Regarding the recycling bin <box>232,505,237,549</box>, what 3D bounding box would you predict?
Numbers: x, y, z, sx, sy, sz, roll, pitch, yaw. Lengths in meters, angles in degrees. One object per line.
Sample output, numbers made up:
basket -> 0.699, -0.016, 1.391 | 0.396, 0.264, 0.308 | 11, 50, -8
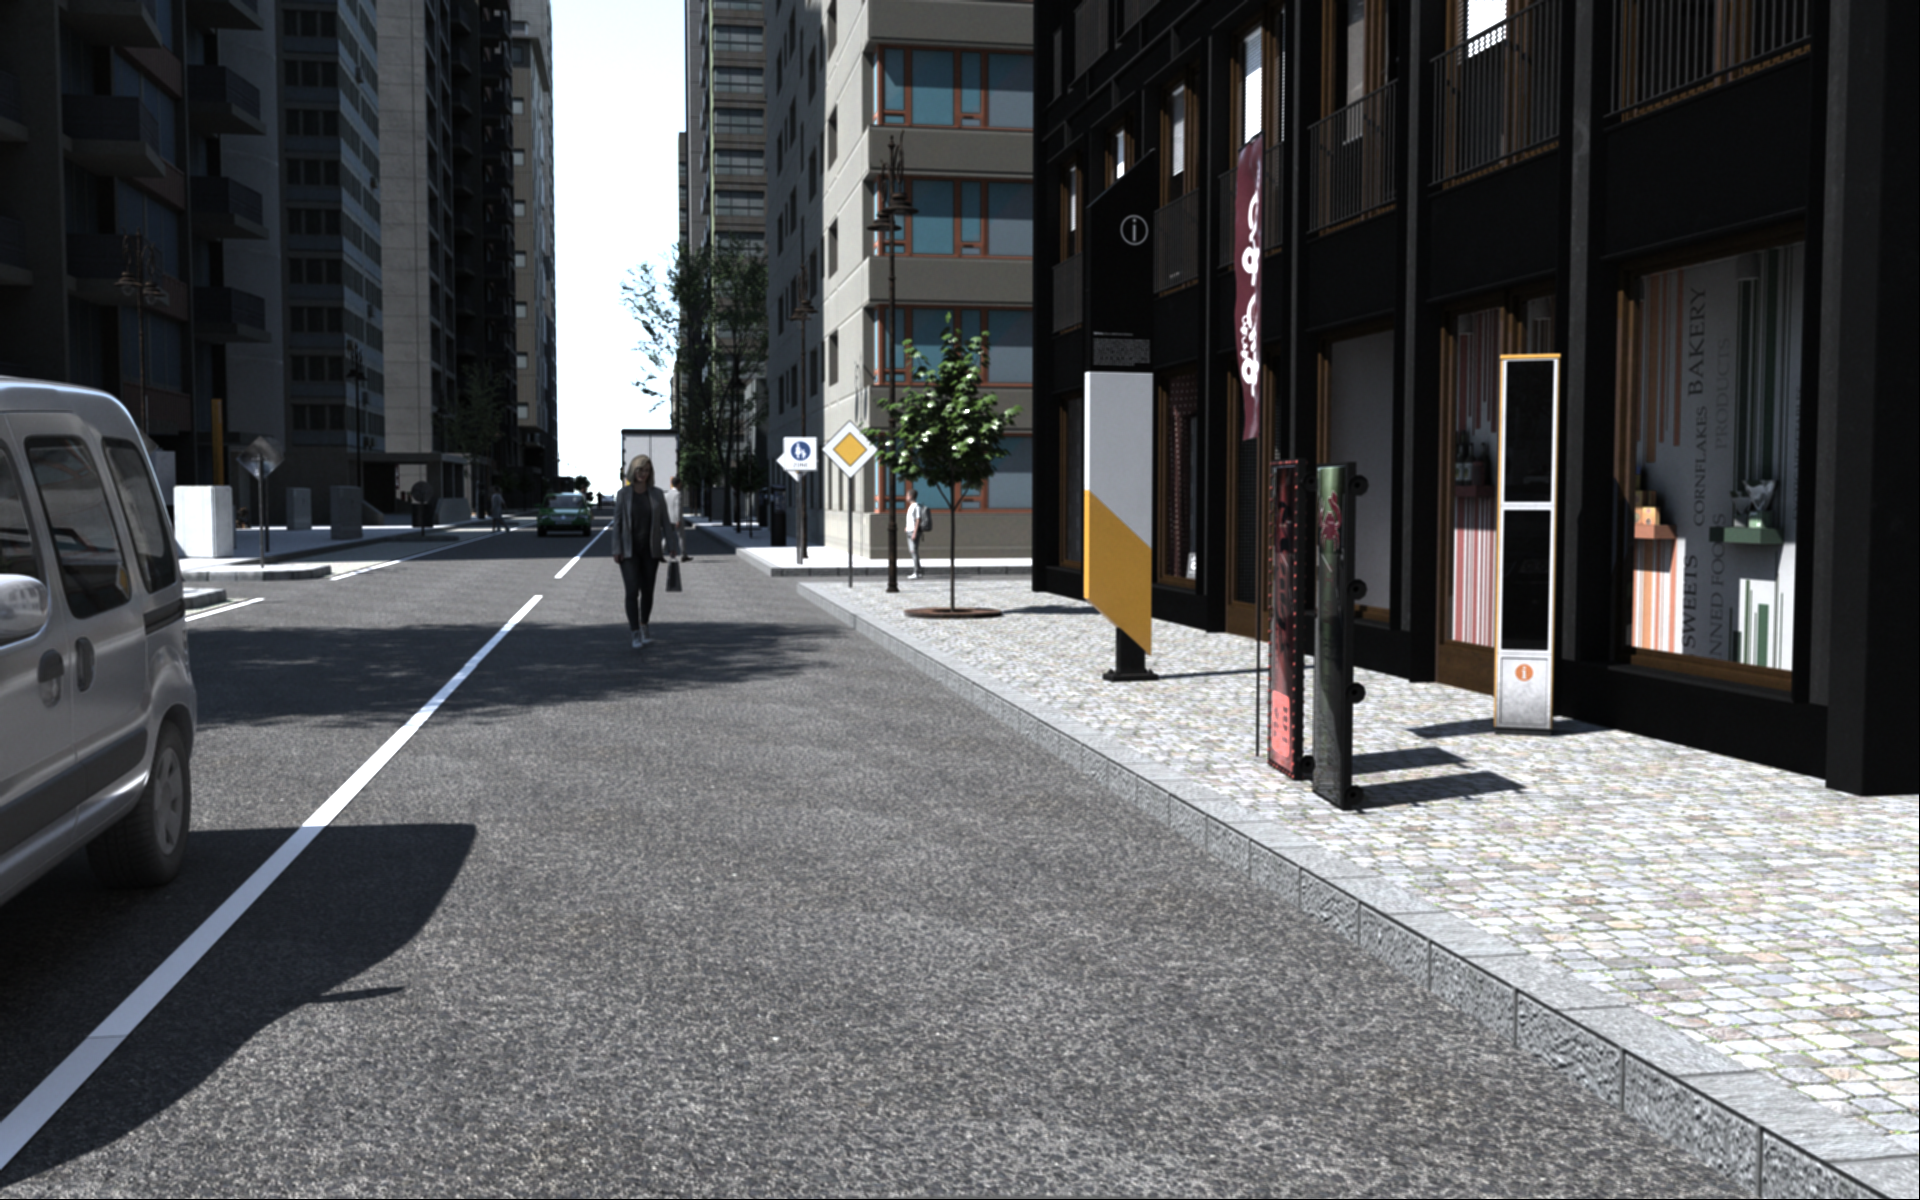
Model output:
recycling bin -> -17.289, -1.690, 40.182 | 0.722, 1.027, 0.722 | 0, 4, 1

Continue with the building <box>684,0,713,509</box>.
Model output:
building -> -15.718, -38.198, 166.538 | 21.231, 58.520, 28.212 | -1, 4, -10

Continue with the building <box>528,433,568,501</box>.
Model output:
building -> -67.125, -32.436, 222.208 | 32.217, 40.220, 23.993 | -1, 4, -10

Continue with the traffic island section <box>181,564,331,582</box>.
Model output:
traffic island section -> -12.072, -0.467, 29.921 | 2.009, 0.180, 2.903 | -1, 4, -10

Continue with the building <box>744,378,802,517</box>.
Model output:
building -> 0.540, -47.605, 91.005 | 22.319, 86.520, 31.000 | -1, 4, -10

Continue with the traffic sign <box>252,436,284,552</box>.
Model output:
traffic sign -> -15.332, -2.334, 38.262 | 0.768, 2.556, 0.104 | 0, 4, -6

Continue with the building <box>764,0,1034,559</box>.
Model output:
building -> 9.936, -12.504, 49.483 | 28.899, 21.520, 27.650 | -1, 4, -10

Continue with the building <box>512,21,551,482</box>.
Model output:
building -> -61.336, -37.139, 196.464 | 28.713, 52.752, 27.495 | -1, 4, -10

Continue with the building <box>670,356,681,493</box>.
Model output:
building -> -22.505, -23.083, 222.449 | 27.650, 21.520, 28.899 | -1, 4, -10

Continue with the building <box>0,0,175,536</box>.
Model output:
building -> -29.758, -23.610, 40.650 | 22.147, 44.769, 28.867 | -1, 4, -10

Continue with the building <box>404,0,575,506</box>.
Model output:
building -> -65.465, -49.300, 244.311 | 20.563, 71.187, 20.611 | -1, 4, -10

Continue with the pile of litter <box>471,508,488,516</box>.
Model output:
pile of litter -> -28.540, -5.434, 102.813 | 1.719, 0.858, 1.176 | 1, 4, 13

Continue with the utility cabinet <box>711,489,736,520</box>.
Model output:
utility cabinet -> -11.402, -4.554, 83.144 | 1.173, 1.500, 0.318 | 3, 4, 37

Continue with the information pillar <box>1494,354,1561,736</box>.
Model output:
information pillar -> 3.035, -0.293, 9.277 | 0.304, 2.012, 0.304 | 1, 4, 18

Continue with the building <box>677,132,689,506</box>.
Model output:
building -> -25.279, -31.555, 199.522 | 14.154, 41.232, 14.086 | -1, 4, -10

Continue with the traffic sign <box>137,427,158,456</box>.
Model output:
traffic sign -> -10.598, -1.123, 22.011 | 0.795, 2.450, 0.064 | -1, 4, -10

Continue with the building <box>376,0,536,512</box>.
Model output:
building -> -49.621, -44.093, 159.179 | 20.563, 71.187, 20.611 | -1, 4, -10

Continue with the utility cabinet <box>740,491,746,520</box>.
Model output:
utility cabinet -> -11.170, -4.700, 85.523 | 1.173, 1.500, 0.318 | 1, 4, 14

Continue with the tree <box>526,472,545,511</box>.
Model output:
tree -> -32.981, -8.388, 131.740 | 1.663, 3.219, 1.824 | 0, 3, 0

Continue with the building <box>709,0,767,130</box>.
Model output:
building -> -9.601, -26.409, 115.376 | 14.154, 41.232, 14.086 | -1, 4, -10

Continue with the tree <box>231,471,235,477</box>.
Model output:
tree -> -26.325, -4.060, 60.983 | 1.663, 3.219, 1.824 | 0, 3, 0

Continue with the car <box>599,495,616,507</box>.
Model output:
car -> -40.578, -11.412, 198.941 | 2.083, 1.381, 4.827 | -1, 4, -11

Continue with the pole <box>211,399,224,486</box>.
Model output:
pole -> -15.913, -2.650, 37.167 | 0.158, 3.312, 0.155 | 0, 3, 0

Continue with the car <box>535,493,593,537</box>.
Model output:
car -> -13.637, -3.114, 59.711 | 1.959, 1.807, 4.718 | -1, 4, -12

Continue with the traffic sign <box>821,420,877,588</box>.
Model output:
traffic sign -> -1.503, -1.225, 23.666 | 0.795, 2.450, 0.064 | -1, 4, -10

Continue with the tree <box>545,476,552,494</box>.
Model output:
tree -> -42.604, -11.217, 178.000 | 1.663, 3.219, 1.824 | 0, 3, 0

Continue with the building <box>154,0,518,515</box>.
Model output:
building -> -46.715, -29.406, 135.411 | 22.147, 44.769, 28.867 | -1, 4, -10

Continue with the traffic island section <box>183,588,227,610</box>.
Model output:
traffic island section -> -10.619, 0.013, 22.068 | 2.009, 0.180, 2.903 | -1, 4, -10

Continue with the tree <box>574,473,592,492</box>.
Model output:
tree -> -57.001, -16.952, 260.873 | 4.285, 4.588, 4.351 | 0, 3, 0

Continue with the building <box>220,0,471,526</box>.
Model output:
building -> -38.591, -23.378, 74.107 | 32.217, 40.220, 23.993 | -1, 4, -10

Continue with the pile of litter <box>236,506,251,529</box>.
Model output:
pile of litter -> -26.869, -3.077, 64.279 | 1.176, 0.858, 1.719 | 0, 4, -7

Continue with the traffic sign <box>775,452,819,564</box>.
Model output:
traffic sign -> -2.956, -1.705, 31.518 | 0.795, 2.450, 0.064 | -1, 4, -10

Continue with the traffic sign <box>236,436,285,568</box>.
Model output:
traffic sign -> -12.050, -1.604, 29.863 | 0.795, 2.450, 0.064 | -1, 4, -10

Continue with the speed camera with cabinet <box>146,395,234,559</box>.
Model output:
speed camera with cabinet -> -15.624, -2.471, 34.743 | 2.038, 3.252, 0.660 | 1, 4, 17

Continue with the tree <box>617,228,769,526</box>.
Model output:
tree -> -9.483, -8.779, 69.298 | 9.928, 11.665, 9.643 | 0, 3, 0

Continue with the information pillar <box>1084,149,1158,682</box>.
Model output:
information pillar -> 1.097, -1.251, 11.814 | 0.504, 3.616, 0.183 | -1, 4, -18

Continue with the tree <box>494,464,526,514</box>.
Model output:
tree -> -29.840, -7.280, 113.635 | 1.663, 3.219, 1.824 | 0, 3, 0

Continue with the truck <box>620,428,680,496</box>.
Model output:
truck -> -14.244, -5.544, 79.563 | 2.839, 4.237, 11.283 | -1, 4, -10

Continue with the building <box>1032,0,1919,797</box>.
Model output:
building -> 8.433, -11.365, 15.501 | 12.332, 23.373, 15.834 | -1, 4, -10

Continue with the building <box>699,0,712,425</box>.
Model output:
building -> -9.162, -31.722, 138.261 | 23.786, 49.044, 30.456 | -1, 4, -10

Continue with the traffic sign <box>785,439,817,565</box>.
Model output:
traffic sign -> -2.881, -1.788, 31.369 | 0.606, 2.300, 0.079 | 0, 4, -3

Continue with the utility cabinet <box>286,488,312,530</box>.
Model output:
utility cabinet -> -23.424, -3.224, 61.386 | 0.318, 1.500, 1.173 | 1, 4, 8

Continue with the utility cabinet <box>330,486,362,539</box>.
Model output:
utility cabinet -> -17.342, -2.464, 48.965 | 0.318, 1.500, 1.173 | 1, 4, 11
